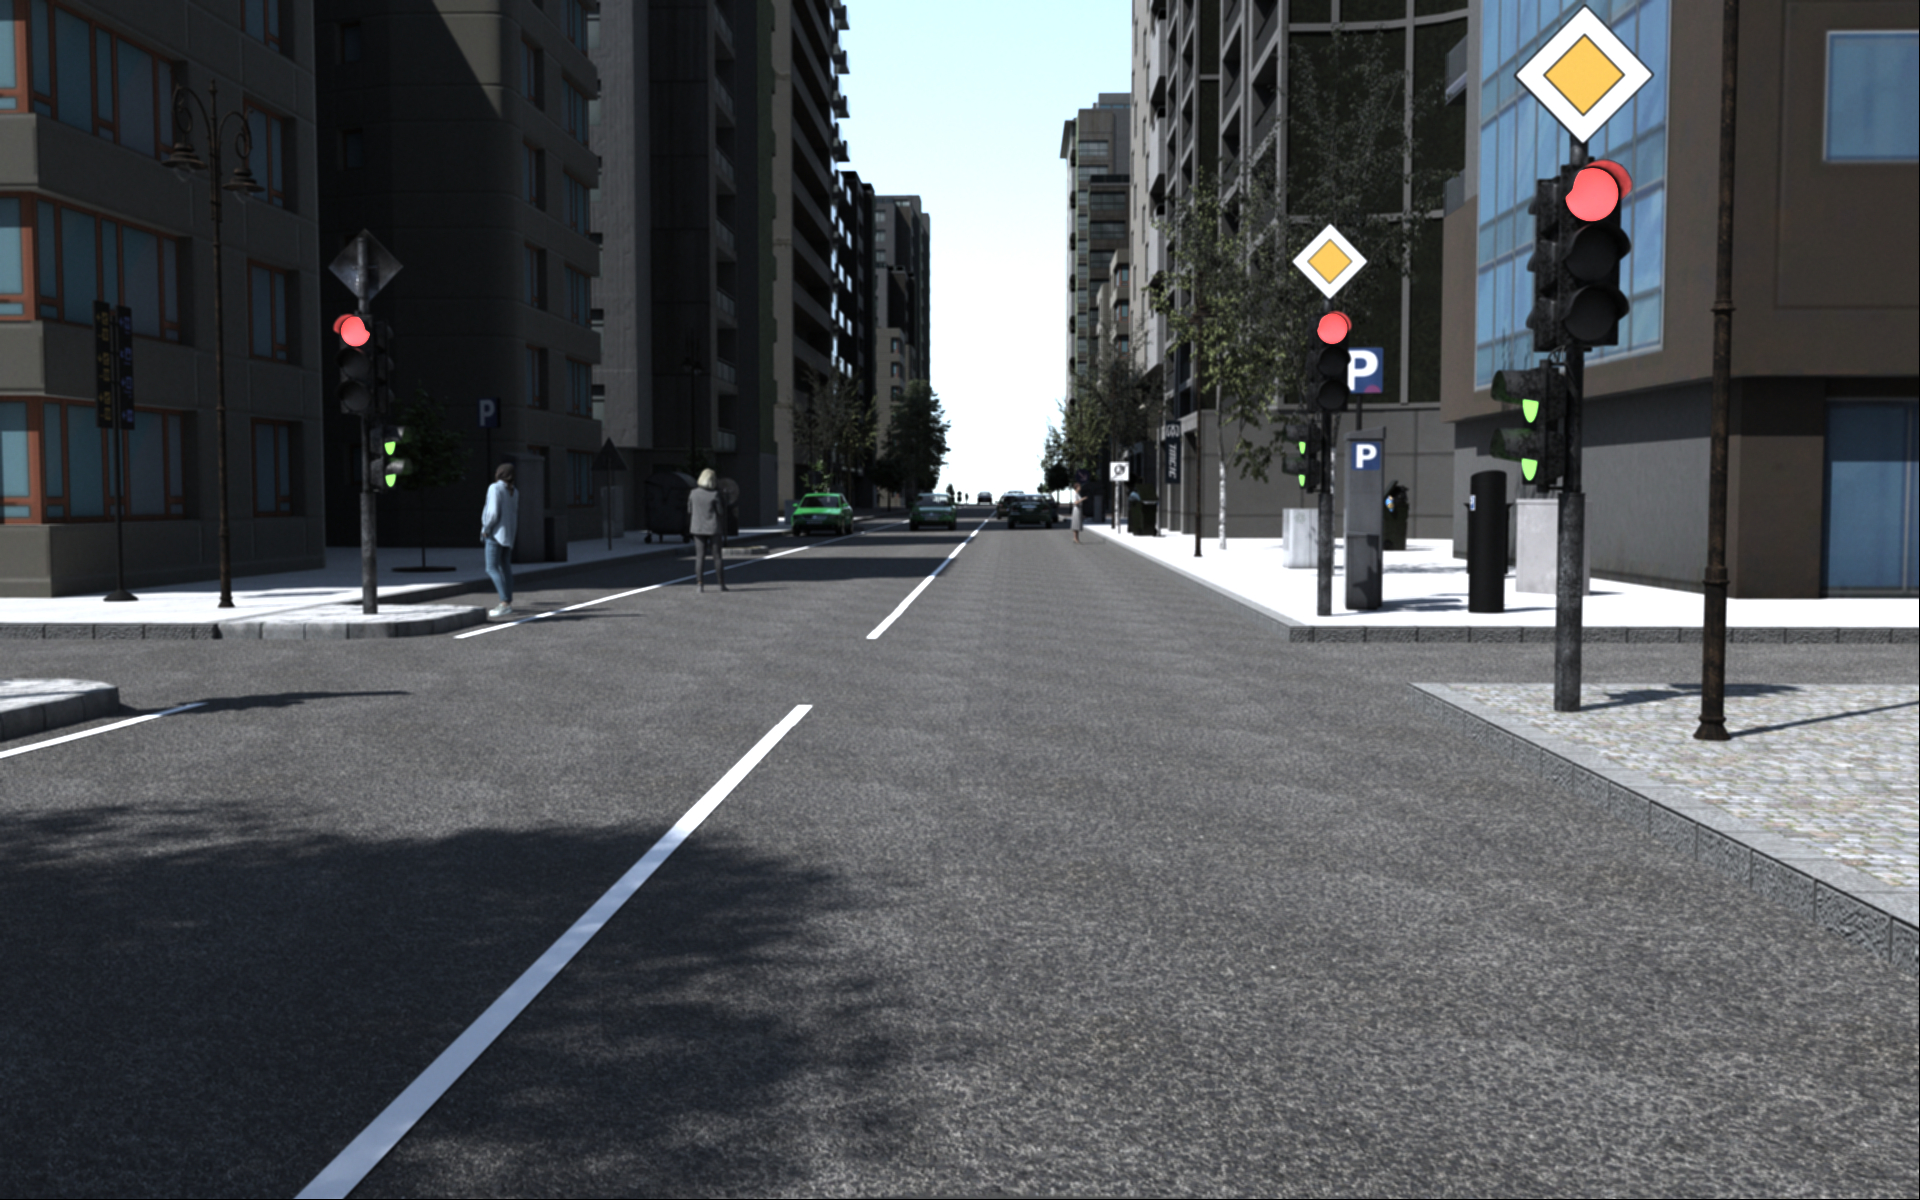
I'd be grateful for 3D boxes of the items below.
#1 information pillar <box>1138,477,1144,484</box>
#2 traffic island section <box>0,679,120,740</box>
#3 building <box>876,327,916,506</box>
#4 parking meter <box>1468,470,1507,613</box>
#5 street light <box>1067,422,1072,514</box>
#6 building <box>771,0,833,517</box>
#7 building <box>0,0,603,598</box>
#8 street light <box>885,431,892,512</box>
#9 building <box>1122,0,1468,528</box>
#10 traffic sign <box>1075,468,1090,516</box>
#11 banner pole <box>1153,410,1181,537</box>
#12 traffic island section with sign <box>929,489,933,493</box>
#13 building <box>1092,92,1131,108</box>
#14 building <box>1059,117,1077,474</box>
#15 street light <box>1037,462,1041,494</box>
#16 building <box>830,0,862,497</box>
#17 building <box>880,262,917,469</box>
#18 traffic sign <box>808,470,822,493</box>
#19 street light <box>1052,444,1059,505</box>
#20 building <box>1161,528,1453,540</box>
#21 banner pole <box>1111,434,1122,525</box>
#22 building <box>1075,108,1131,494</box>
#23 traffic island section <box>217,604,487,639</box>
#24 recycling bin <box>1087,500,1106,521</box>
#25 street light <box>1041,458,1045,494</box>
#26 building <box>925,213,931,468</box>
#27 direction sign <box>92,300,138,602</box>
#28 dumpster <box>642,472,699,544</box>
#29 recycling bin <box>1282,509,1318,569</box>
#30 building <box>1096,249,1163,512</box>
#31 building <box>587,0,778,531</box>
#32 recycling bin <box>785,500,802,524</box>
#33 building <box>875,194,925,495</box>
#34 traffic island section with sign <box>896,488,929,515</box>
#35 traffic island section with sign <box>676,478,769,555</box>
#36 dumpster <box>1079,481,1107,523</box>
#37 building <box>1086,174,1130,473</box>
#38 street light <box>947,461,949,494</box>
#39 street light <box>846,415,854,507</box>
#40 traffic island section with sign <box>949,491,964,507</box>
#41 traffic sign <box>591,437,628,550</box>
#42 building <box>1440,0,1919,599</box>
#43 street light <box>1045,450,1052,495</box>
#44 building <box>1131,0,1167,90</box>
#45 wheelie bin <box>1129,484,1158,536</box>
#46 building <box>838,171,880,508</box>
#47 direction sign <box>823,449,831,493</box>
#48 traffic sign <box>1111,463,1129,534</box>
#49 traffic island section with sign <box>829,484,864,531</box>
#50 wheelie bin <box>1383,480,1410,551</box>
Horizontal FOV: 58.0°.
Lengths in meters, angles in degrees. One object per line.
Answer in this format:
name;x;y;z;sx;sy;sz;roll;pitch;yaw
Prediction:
information pillar;7.806;-4.316;75.056;0.304;2.012;0.304;0;4;4
traffic island section;-6.573;0.717;10.561;2.009;0.180;2.903;0;4;2
building;-19.614;-21.415;195.181;27.650;21.520;28.899;0;4;2
parking meter;5.705;-0.631;18.734;0.372;1.533;0.369;0;3;0
street light;7.166;-8.496;111.692;0.468;5.910;1.993;0;4;2
building;-19.535;-29.434;104.948;21.300;48.544;21.600;0;4;2
building;-24.597;-11.652;35.557;27.650;21.520;28.899;0;4;2
street light;-5.073;-9.273;124.395;0.468;5.910;1.993;0;4;2
building;18.683;-39.325;81.209;20.563;71.187;20.611;0;4;2
traffic sign;6.082;-5.256;86.041;0.768;2.556;0.104;0;4;3
banner pole;6.205;-3.780;51.818;0.863;3.779;0.401;0;4;-2
traffic island section with sign;-2.492;-8.344;145.050;1.989;1.847;2.006;0;4;2
building;25.490;-36.047;208.980;23.786;49.044;30.456;0;4;2
building;28.281;-39.664;237.739;28.713;52.752;27.495;0;4;2
street light;10.521;-15.349;223.739;0.468;5.910;1.993;0;4;2
building;-20.127;-31.323;131.747;23.786;49.044;30.456;0;4;2
building;-12.775;-27.198;216.394;14.160;30.474;14.107;0;4;2
traffic sign;-6.287;-4.462;75.088;0.606;2.300;0.079;0;4;4
street light;7.921;-10.249;140.365;0.468;5.910;1.993;0;4;2
building;17.268;-37.558;52.323;20.563;71.187;20.611;0;4;2
banner pole;6.559;-4.999;71.750;0.401;3.779;0.863;2;4;30
building;19.432;-30.771;186.702;14.154;41.232;14.086;0;4;2
traffic island section;-6.331;0.229;18.542;2.009;0.180;2.903;0;4;2
recycling bin;6.509;-4.286;82.636;0.722;1.027;0.722;-1;4;-15
street light;9.652;-13.622;195.508;0.468;5.910;1.993;0;4;2
building;-11.468;-34.324;244.790;14.154;41.232;14.086;0;4;2
direction sign;-10.097;-1.757;20.730;0.379;3.537;0.876;0;4;1
dumpster;-7.560;-2.427;45.442;1.264;1.857;1.865;0;4;2
recycling bin;6.007;-1.068;30.013;0.722;1.027;0.722;0;4;0
building;25.287;-17.817;136.339;27.650;21.520;28.899;0;4;2
building;-14.777;-23.273;64.109;14.154;41.232;14.086;0;4;2
recycling bin;-6.993;-3.747;73.824;0.722;1.027;0.722;2;4;32
building;-12.421;-33.437;230.285;14.154;41.232;14.086;0;4;2
traffic island section with sign;-3.321;-6.696;118.108;1.989;1.847;2.006;0;4;2
traffic island section with sign;-5.630;-2.007;41.436;1.989;1.847;2.006;0;4;2
dumpster;6.026;-4.465;78.766;1.264;1.857;1.865;0;4;2
building;18.592;-23.682;158.898;14.160;30.474;14.107;0;4;2
street light;-1.660;-16.065;235.442;0.468;5.910;1.993;0;4;2
street light;-6.040;-7.489;95.235;0.468;5.910;1.993;0;4;2
traffic island section with sign;-0.816;-11.739;200.562;1.989;1.847;2.006;0;4;2
traffic sign;-7.998;-2.416;39.512;0.884;2.594;0.081;0;4;6
building;16.374;-22.996;26.103;14.200;45.320;14.600;0;4;2
street light;8.868;-12.021;169.331;0.468;5.910;1.993;0;4;2
building;24.869;-31.682;107.241;28.713;52.752;27.495;0;4;2
wheelie bin;5.637;-2.775;53.276;0.980;1.594;0.693;-2;4;-27
building;-14.973;-23.407;154.408;14.160;30.474;14.107;0;4;2
direction sign;-6.728;-5.847;87.593;0.379;3.537;0.876;1;4;18
traffic sign;5.141;-3.284;55.827;0.606;2.300;0.079;0;4;8
traffic island section with sign;-4.825;-3.655;68.380;1.989;1.847;2.006;0;4;2
wheelie bin;9.843;-1.921;39.317;0.693;1.594;0.980;0;4;4
